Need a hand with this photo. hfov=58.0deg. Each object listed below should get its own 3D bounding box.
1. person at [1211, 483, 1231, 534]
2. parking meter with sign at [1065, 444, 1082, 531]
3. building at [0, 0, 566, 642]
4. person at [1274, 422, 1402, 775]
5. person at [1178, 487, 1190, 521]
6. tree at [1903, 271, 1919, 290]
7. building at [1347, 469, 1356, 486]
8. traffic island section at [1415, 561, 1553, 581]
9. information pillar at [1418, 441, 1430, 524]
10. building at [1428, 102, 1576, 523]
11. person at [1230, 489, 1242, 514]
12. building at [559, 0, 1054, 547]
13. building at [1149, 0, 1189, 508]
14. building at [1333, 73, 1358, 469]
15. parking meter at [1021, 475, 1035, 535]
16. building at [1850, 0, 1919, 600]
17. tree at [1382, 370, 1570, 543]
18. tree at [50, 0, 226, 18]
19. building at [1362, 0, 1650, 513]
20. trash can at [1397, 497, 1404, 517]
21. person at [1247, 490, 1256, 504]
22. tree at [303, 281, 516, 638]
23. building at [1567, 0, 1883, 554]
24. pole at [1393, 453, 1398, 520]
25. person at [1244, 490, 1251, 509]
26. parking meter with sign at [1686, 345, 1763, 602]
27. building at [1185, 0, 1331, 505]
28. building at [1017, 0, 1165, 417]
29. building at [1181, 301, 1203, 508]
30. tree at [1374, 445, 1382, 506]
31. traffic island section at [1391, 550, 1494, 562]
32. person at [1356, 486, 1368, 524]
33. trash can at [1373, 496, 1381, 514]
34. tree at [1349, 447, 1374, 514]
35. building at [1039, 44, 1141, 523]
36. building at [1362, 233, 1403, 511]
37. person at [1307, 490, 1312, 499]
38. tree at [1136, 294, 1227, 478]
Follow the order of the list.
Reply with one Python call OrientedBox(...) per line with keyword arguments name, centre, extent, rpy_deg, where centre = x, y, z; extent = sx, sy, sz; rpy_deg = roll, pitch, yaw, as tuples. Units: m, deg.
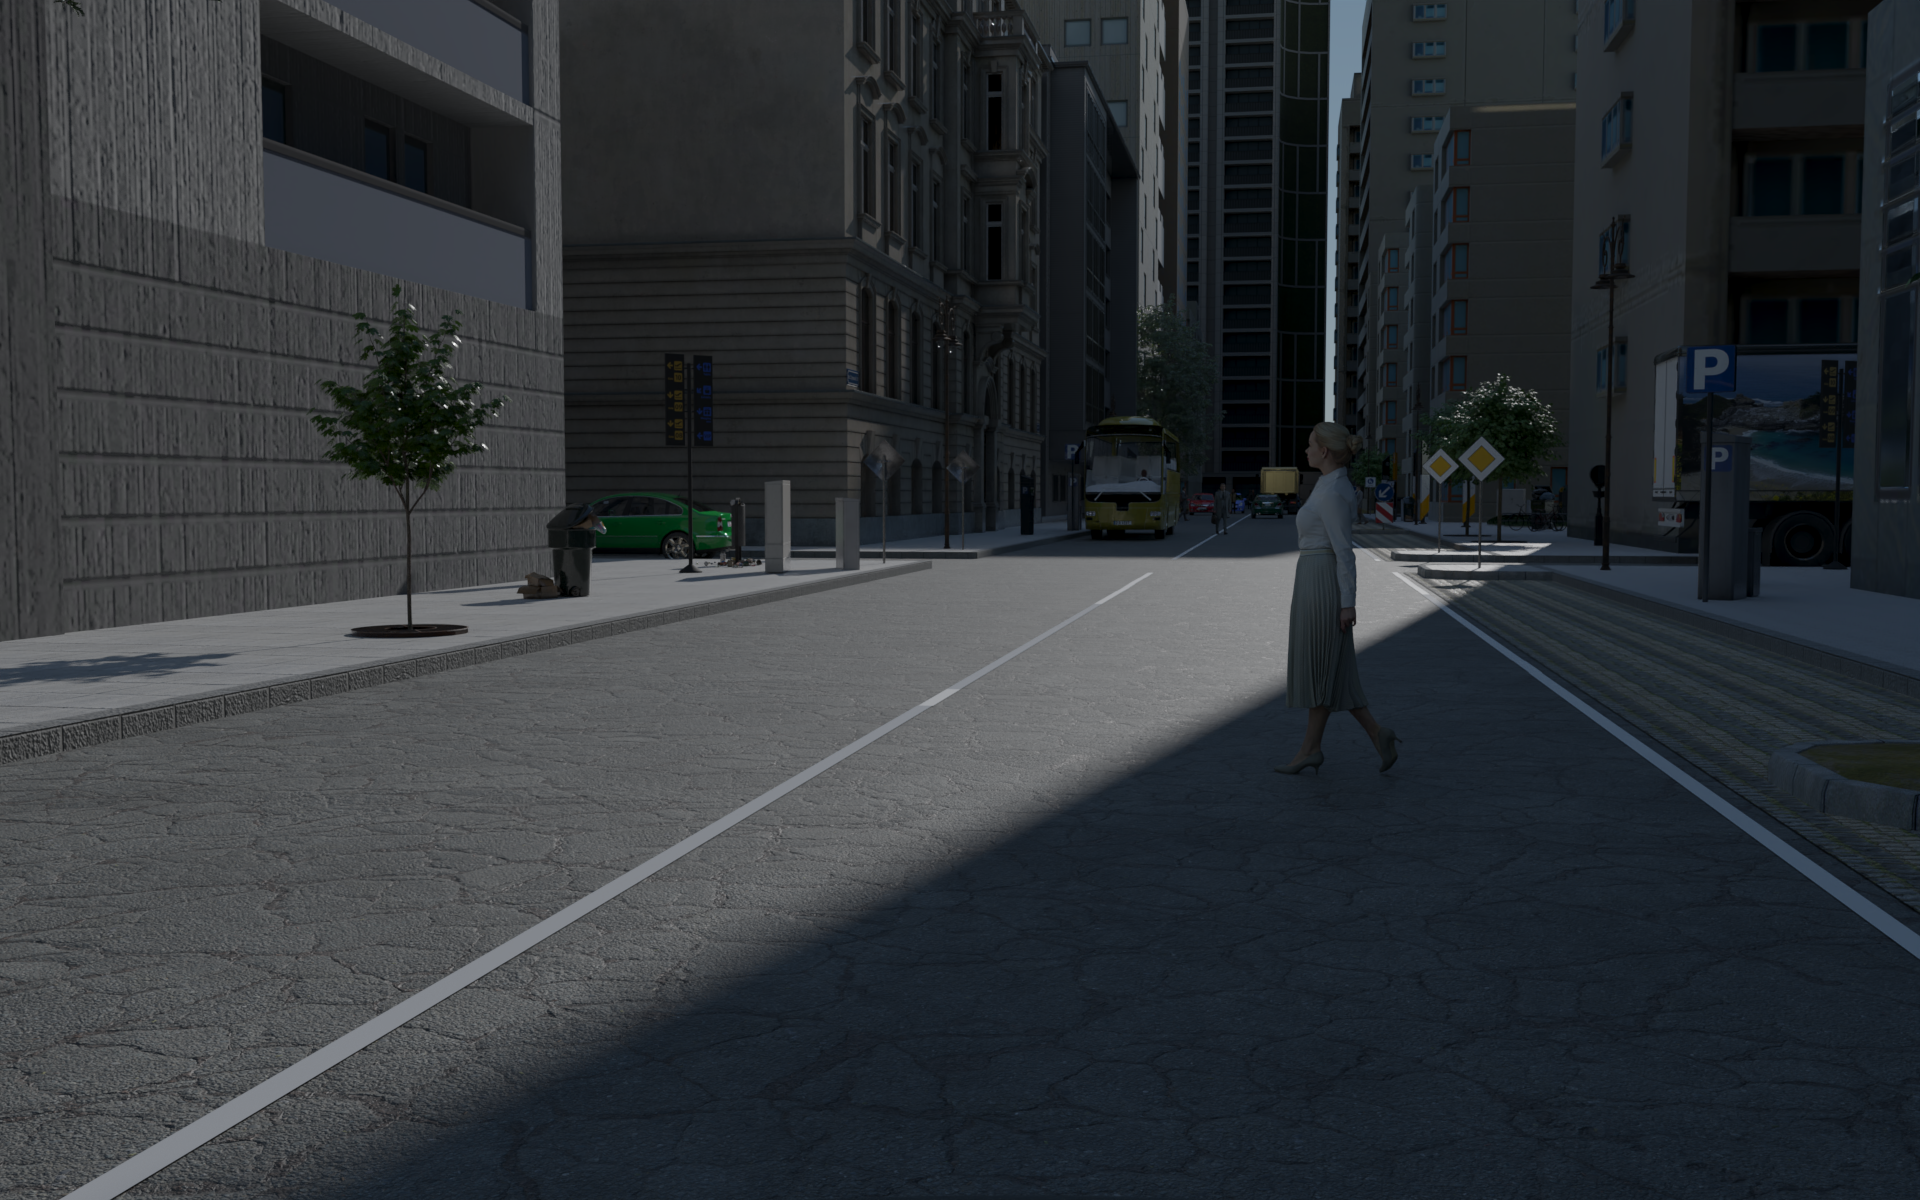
OrientedBox(name="person", centre=(9.299, -3.236, 61.517), extent=(0.694, 1.812, 0.767), rpy_deg=(0, 4, -2))
OrientedBox(name="parking meter with sign", centre=(4.036, -3.958, 60.981), extent=(0.543, 3.016, 1.738), rpy_deg=(1, 4, 9))
OrientedBox(name="building", centre=(-20.749, -29.450, 23.503), extent=(28.212, 58.520, 21.231), rpy_deg=(1, 4, 11))
OrientedBox(name="person", centre=(1.937, -0.006, 8.823), extent=(0.641, 1.798, 0.478), rpy_deg=(2, 4, 25))
OrientedBox(name="person", centre=(11.794, -5.087, 91.637), extent=(0.822, 1.834, 0.622), rpy_deg=(-1, 4, -15))
OrientedBox(name="tree", centre=(7.578, -1.636, 10.464), extent=(4.285, 4.588, 4.351), rpy_deg=(0, 3, 0))
OrientedBox(name="building", centre=(49.042, -44.858, 171.682), extent=(20.563, 71.187, 20.611), rpy_deg=(1, 4, 11))
OrientedBox(name="traffic island section", centre=(9.035, -0.476, 30.064), extent=(2.009, 0.180, 2.903), rpy_deg=(1, 4, 11))
OrientedBox(name="information pillar", centre=(19.930, -5.071, 74.270), extent=(0.504, 3.616, 0.183), rpy_deg=(-2, 4, -32))
OrientedBox(name="building", centre=(38.079, -14.936, 89.240), extent=(27.650, 21.520, 28.899), rpy_deg=(1, 4, 11))
OrientedBox(name="person", centre=(19.603, -7.081, 124.376), extent=(1.348, 1.812, 0.705), rpy_deg=(1, 4, 18))
OrientedBox(name="building", centre=(-4.648, -14.667, 58.886), extent=(14.460, 24.649, 34.723), rpy_deg=(1, 4, 11))
OrientedBox(name="building", centre=(12.190, -30.512, 148.975), extent=(14.600, 45.320, 14.200), rpy_deg=(1, 4, 11))
OrientedBox(name="building", centre=(54.546, -35.334, 201.405), extent=(21.600, 48.544, 21.300), rpy_deg=(1, 4, 11))
OrientedBox(name="parking meter", centre=(2.117, -2.972, 54.296), extent=(0.399, 1.863, 0.255), rpy_deg=(2, 4, 35))
OrientedBox(name="building", centre=(20.260, -42.267, 3.731), extent=(22.319, 86.520, 31.000), rpy_deg=(1, 4, 11))
OrientedBox(name="tree", centre=(14.400, -3.803, 45.896), extent=(4.285, 4.588, 4.351), rpy_deg=(0, 3, 0))
OrientedBox(name="tree", centre=(-6.486, -4.465, 7.423), extent=(8.767, 10.594, 7.601), rpy_deg=(1, 4, 19))
OrientedBox(name="building", centre=(46.244, -32.279, 151.464), extent=(21.300, 48.544, 21.600), rpy_deg=(1, 4, 11))
OrientedBox(name="trash can", centre=(24.587, -5.213, 96.882), extent=(0.748, 1.137, 0.748), rpy_deg=(0, 3, 0))
OrientedBox(name="person", centre=(25.260, -8.602, 149.282), extent=(1.348, 1.807, 0.705), rpy_deg=(-2, 4, -29))
OrientedBox(name="tree", centre=(-5.145, -1.306, 15.950), extent=(1.663, 3.219, 1.824), rpy_deg=(0, 3, 0))
OrientedBox(name="building", centre=(27.758, -25.729, 44.370), extent=(21.600, 48.544, 21.300), rpy_deg=(1, 4, 11))
OrientedBox(name="pole", centre=(21.347, -5.575, 85.002), extent=(0.158, 3.312, 0.155), rpy_deg=(0, 3, 0))
OrientedBox(name="person", centre=(27.518, -9.521, 164.304), extent=(1.348, 1.807, 0.705), rpy_deg=(2, 4, 30))
OrientedBox(name="parking meter with sign", centre=(9.358, -1.520, 21.109), extent=(0.543, 3.016, 1.738), rpy_deg=(3, 4, 38))
OrientedBox(name="building", centre=(32.972, -46.870, 204.581), extent=(20.611, 71.187, 20.563), rpy_deg=(1, 4, 11))
OrientedBox(name="building", centre=(1.110, -33.053, 129.648), extent=(28.713, 52.752, 27.495), rpy_deg=(1, 4, 11))
OrientedBox(name="building", centre=(9.604, -20.313, 177.165), extent=(28.899, 21.520, 27.650), rpy_deg=(1, 4, 11))
OrientedBox(name="tree", centre=(15.387, -4.219, 52.688), extent=(4.285, 4.588, 4.351), rpy_deg=(0, 3, 0))
OrientedBox(name="traffic island section", centre=(10.507, -0.956, 37.912), extent=(2.009, 0.180, 2.903), rpy_deg=(1, 4, 11))
OrientedBox(name="person", centre=(18.805, -4.463, 81.594), extent=(0.853, 1.813, 0.709), rpy_deg=(0, 4, -8))
OrientedBox(name="trash can", centre=(25.903, -5.828, 106.937), extent=(0.748, 1.137, 0.748), rpy_deg=(0, 3, 0))
OrientedBox(name="tree", centre=(27.231, -7.934, 113.437), extent=(4.285, 4.588, 4.351), rpy_deg=(0, 3, 0))
OrientedBox(name="building", centre=(1.118, -16.632, 90.996), extent=(14.314, 24.678, 30.058), rpy_deg=(1, 4, 11))
OrientedBox(name="building", centre=(44.345, -17.218, 126.560), extent=(27.650, 21.520, 28.899), rpy_deg=(1, 4, 11))
OrientedBox(name="person", centre=(34.754, -9.999, 171.989), extent=(0.705, 1.823, 1.348), rpy_deg=(-1, 4, -10))
OrientedBox(name="tree", centre=(11.925, -12.413, 109.615), extent=(9.857, 13.997, 8.962), rpy_deg=(0, 3, 0))
